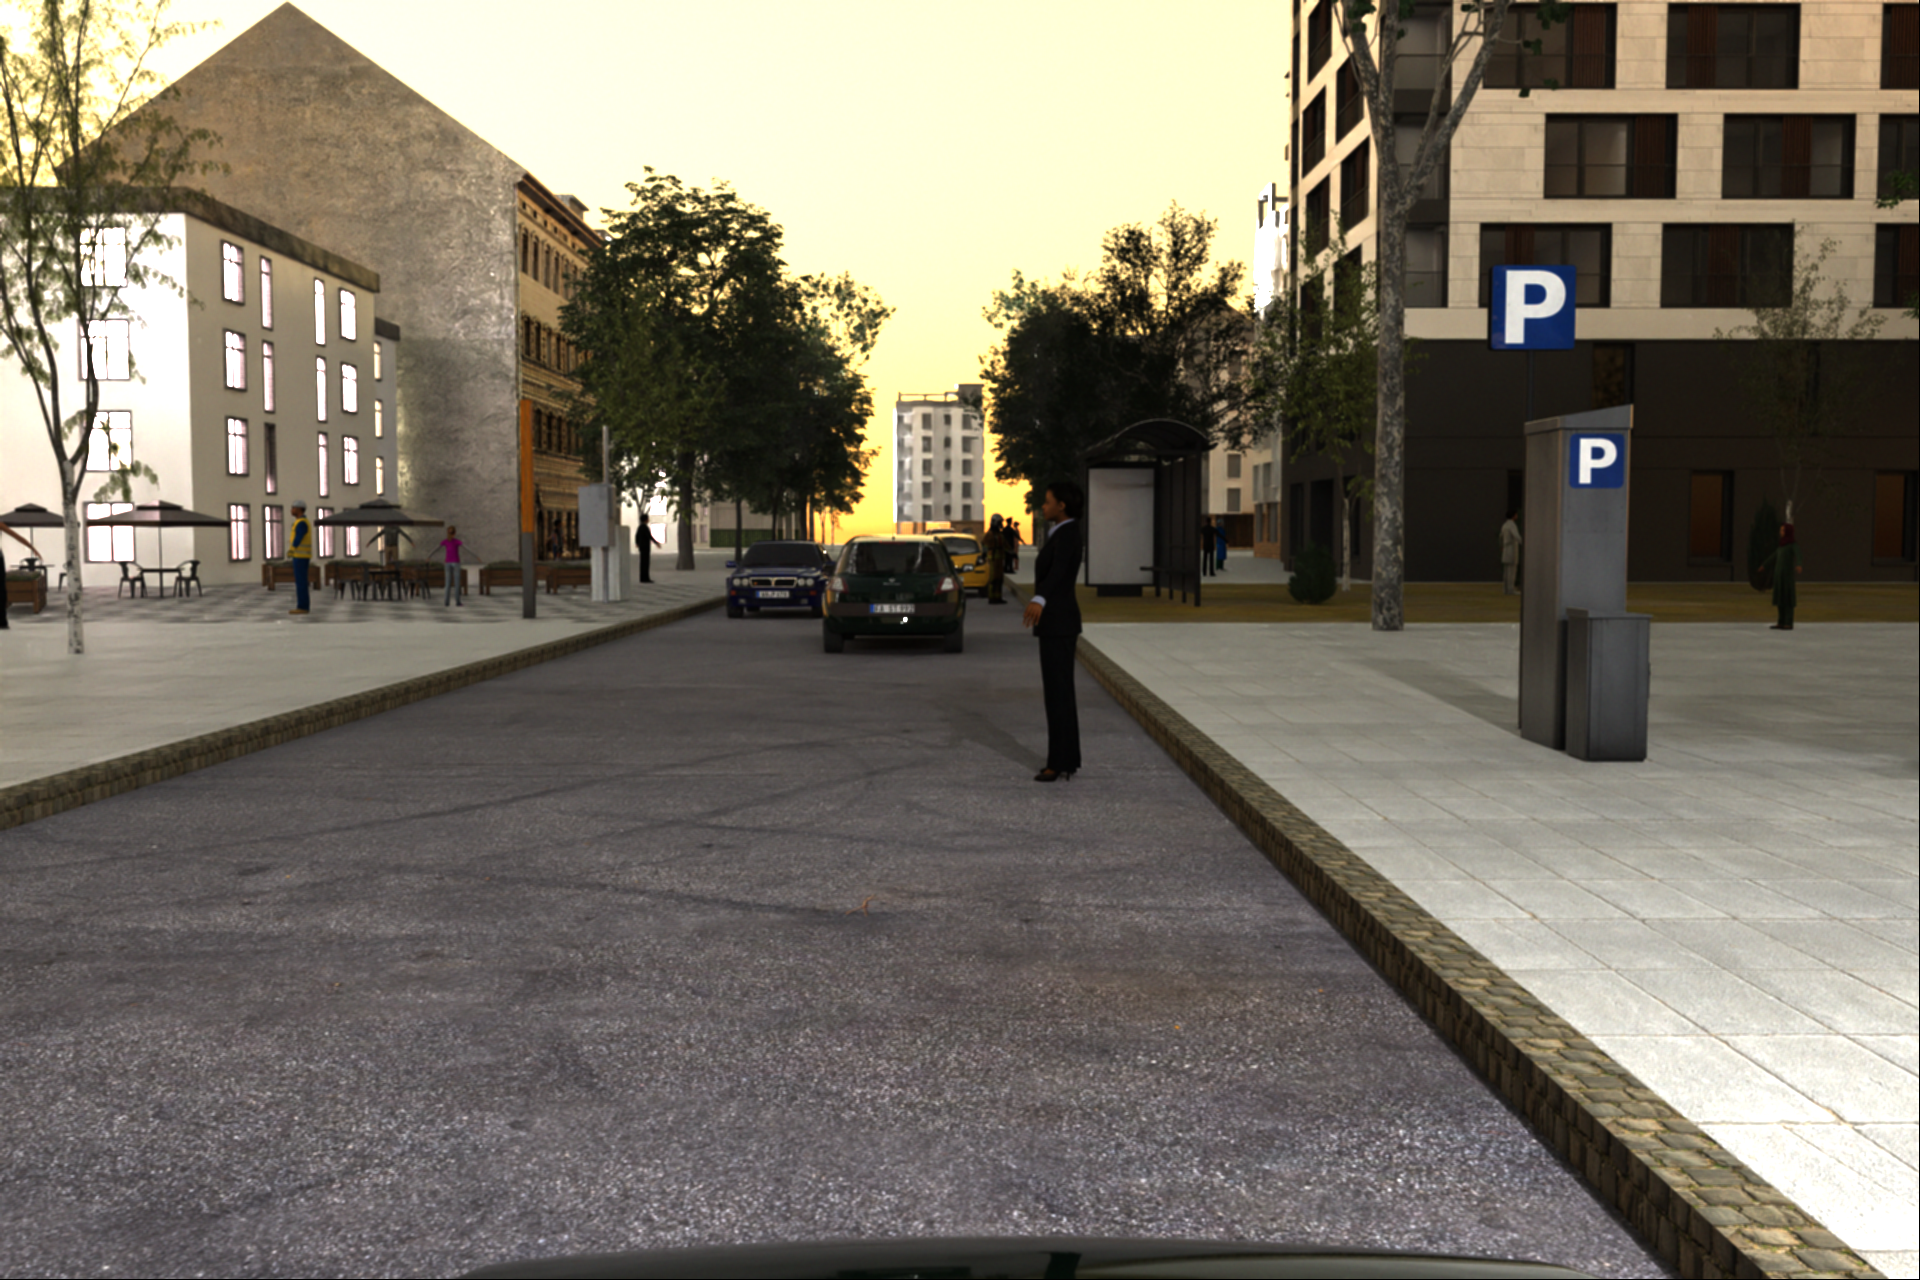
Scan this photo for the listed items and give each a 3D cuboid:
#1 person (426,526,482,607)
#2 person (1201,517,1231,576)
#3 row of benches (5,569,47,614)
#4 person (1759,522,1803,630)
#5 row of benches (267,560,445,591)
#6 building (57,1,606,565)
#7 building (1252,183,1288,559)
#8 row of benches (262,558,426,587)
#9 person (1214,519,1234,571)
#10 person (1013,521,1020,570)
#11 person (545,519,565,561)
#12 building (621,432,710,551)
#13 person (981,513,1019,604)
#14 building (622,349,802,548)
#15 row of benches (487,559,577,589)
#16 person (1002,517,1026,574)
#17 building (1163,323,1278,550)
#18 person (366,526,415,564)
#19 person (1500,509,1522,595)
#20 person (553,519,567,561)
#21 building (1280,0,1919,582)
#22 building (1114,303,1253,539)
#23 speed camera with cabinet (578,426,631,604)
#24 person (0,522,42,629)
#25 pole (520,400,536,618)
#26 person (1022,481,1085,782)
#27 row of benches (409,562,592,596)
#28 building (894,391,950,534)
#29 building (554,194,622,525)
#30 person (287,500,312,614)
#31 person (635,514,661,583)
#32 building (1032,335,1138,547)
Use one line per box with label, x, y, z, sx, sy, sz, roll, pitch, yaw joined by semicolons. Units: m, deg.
person;-8.971;-1.309;30.675;0.991;1.433;0.599;0;3;0
person;7.612;-2.857;52.942;1.346;1.802;0.704;2;4;30
row of benches;-15.906;-0.849;29.342;1.422;0.672;4.104;-2;4;-26
person;11.034;-0.860;23.278;0.599;1.438;0.989;0;4;-4
row of benches;-13.844;-1.513;40.205;4.104;0.672;1.422;-2;4;-29
building;-27.860;-15.299;81.067;19.493;23.208;18.063;0;4;-1
building;21.339;-14.568;94.605;16.016;20.090;11.380;0;4;0
row of benches;-15.130;-1.689;43.076;4.104;0.672;1.422;-1;4;-16
person;9.076;-3.304;60.144;0.704;1.817;1.347;3;4;38
person;1.909;-3.364;61.804;0.721;1.733;1.217;-1;4;-16
person;-15.018;-3.585;64.466;0.705;1.847;1.347;-3;5;-42
building;-26.032;-12.686;149.557;9.099;9.664;28.070;0;3;0
person;0.766;-1.667;35.482;0.705;1.858;1.354;2;4;32
building;-25.735;-19.135;179.320;16.747;18.905;31.486;0;4;0
row of benches;-10.415;-1.632;42.139;1.422;0.672;4.104;-3;4;-36
person;1.612;-3.069;56.111;0.705;1.837;1.347;-3;5;-40
building;23.413;-18.326;156.050;16.016;20.090;11.380;0;4;0
person;-15.729;-2.547;47.917;1.348;1.796;0.705;0;4;2
person;11.663;-1.859;36.584;0.705;1.806;1.347;0;4;-5
person;-14.545;-3.472;62.913;0.704;1.843;1.345;0;4;2
building;25.105;-13.312;61.622;27.936;21.610;32.646;0;4;0
building;23.150;-20.620;168.067;19.493;23.208;18.063;0;4;-1
speed camera with cabinet;-6.664;-2.332;32.460;0.660;3.252;2.038;0;3;0
person;-13.090;-1.015;23.400;1.217;1.737;0.721;-2;4;-25
pole;-6.586;-1.991;26.402;0.158;3.312;0.155;0;3;0
person;0.508;-0.059;10.142;0.721;1.740;1.216;1;4;9
row of benches;-9.555;-1.311;36.905;4.104;0.672;1.422;-2;4;-28
building;-7.989;-22.149;221.015;11.380;20.090;16.016;0;4;-5
building;-26.594;-14.760;97.739;16.016;20.090;11.380;0;4;0
person;-10.634;-1.338;27.844;0.705;1.833;1.349;-1;4;-16
person;-8.275;-2.413;45.631;0.705;1.806;1.347;-3;4;-36
building;21.916;-21.396;193.804;27.936;21.610;32.646;0;4;0
